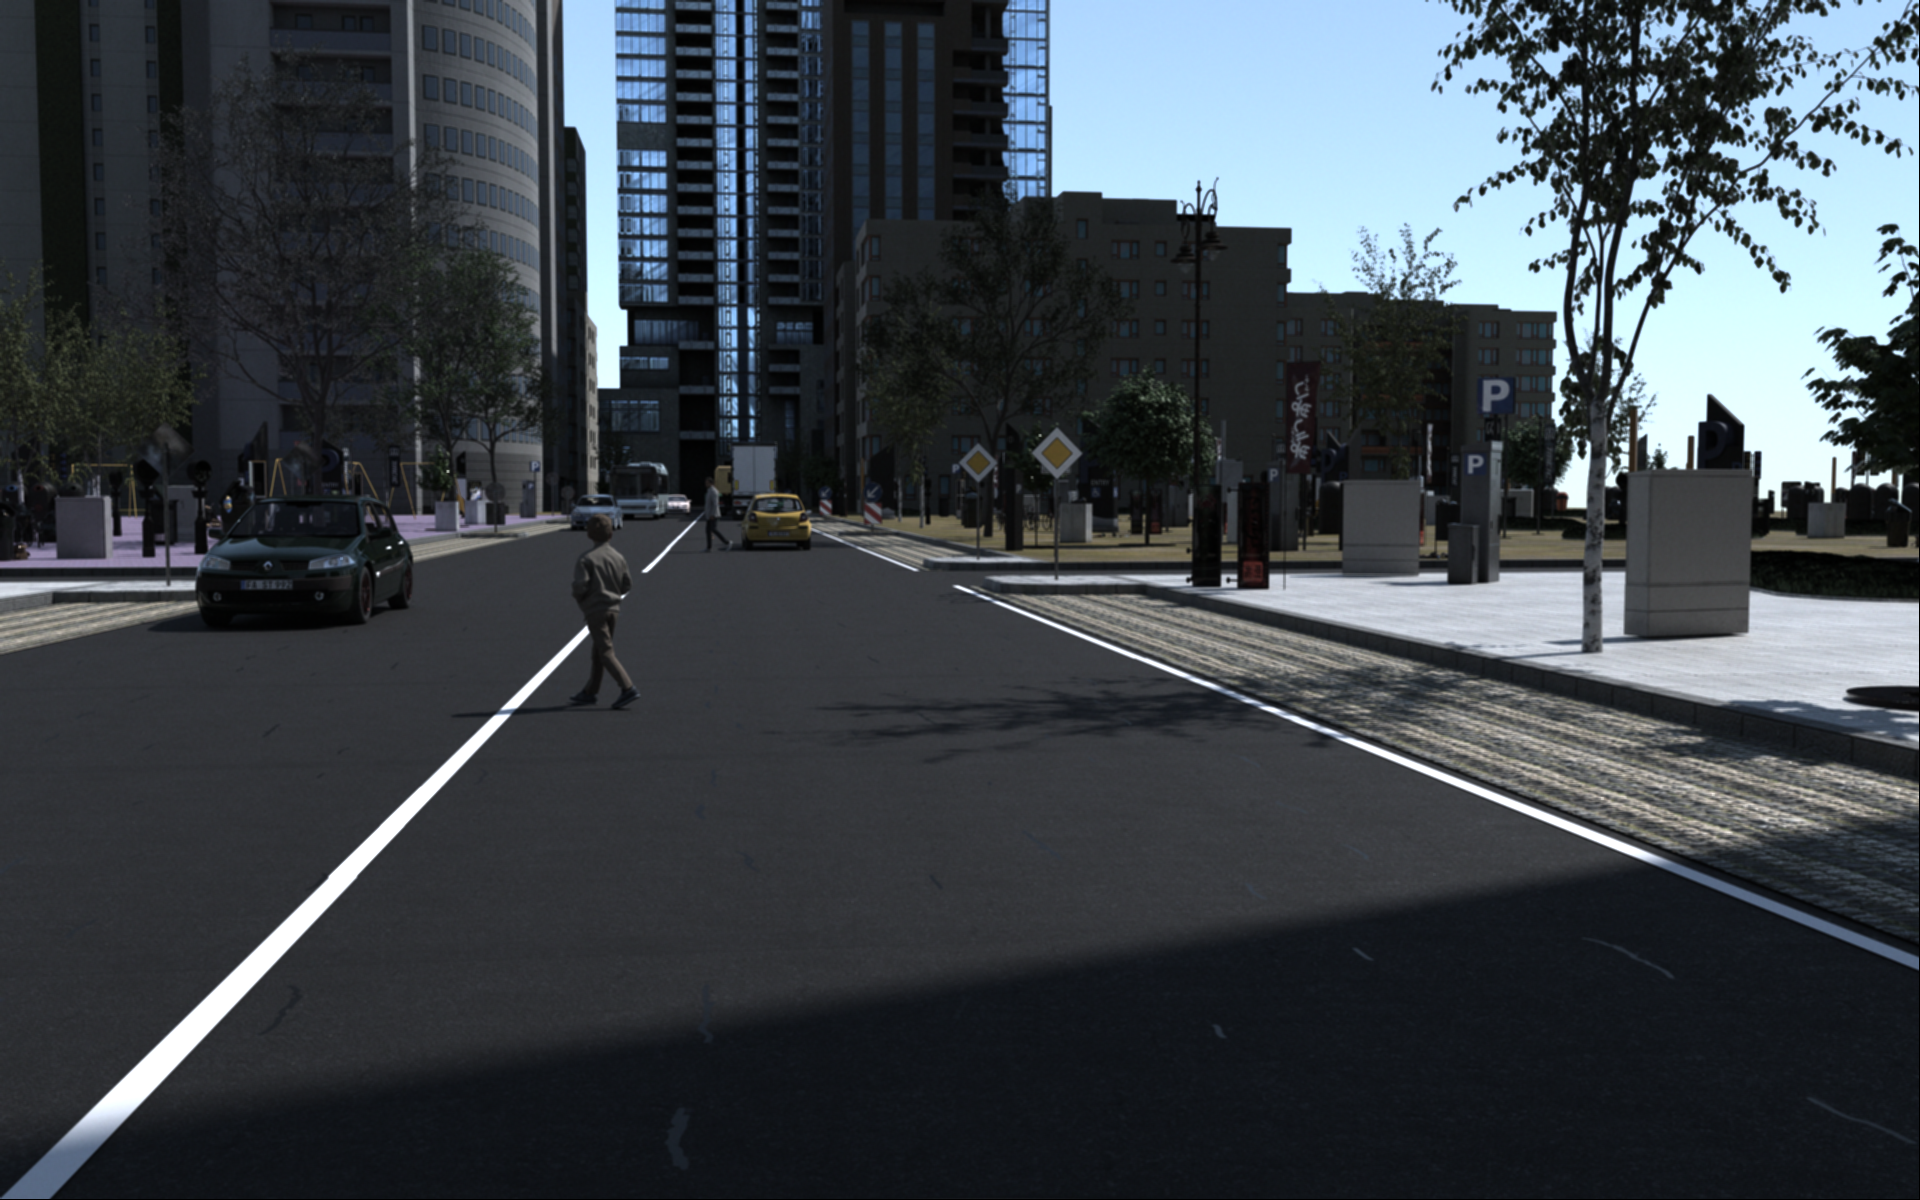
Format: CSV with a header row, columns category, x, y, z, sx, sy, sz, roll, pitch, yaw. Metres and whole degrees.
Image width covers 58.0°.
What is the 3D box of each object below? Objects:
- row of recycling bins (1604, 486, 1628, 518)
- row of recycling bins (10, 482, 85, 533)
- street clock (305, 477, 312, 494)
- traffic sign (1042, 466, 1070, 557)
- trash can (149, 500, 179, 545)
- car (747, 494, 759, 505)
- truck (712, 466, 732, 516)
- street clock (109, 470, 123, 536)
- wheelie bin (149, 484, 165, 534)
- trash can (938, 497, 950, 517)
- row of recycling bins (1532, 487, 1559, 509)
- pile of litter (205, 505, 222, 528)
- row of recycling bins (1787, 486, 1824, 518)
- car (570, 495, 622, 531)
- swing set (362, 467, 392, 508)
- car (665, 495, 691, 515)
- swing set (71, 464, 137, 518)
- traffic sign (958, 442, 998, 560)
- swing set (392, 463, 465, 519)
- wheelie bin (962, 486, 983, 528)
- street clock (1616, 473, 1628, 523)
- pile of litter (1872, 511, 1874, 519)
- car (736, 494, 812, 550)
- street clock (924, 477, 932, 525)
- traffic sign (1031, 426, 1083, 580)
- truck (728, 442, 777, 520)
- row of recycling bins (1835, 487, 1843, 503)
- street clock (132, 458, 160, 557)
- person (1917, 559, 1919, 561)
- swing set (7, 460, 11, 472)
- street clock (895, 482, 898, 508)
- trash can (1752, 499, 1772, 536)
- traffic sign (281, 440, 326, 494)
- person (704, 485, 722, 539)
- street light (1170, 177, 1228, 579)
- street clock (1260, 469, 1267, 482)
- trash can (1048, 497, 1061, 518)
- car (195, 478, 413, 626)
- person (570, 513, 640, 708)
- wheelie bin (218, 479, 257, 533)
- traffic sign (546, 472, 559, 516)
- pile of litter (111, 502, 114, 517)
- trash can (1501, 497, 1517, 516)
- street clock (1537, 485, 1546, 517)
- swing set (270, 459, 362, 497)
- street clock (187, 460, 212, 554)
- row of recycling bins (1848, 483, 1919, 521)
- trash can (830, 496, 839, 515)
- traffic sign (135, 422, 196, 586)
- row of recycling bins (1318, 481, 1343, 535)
category,x,y,z,sx,sy,sz,roll,pitch,yaw
row of recycling bins,34.449,-5.153,91.366,1.069,1.692,3.534,-1,4,-13
row of recycling bins,-31.206,-3.113,58.012,3.534,1.692,1.069,-1,4,-13
street clock,-26.306,-3.990,69.799,0.358,2.002,0.471,-1,4,-22
traffic sign,1.960,-2.040,35.479,0.606,2.300,0.079,0,4,-4
trash can,-19.977,-1.946,43.463,0.748,1.137,0.748,0,3,0
car,-8.802,-4.184,80.201,2.131,1.459,4.920,0,4,-7
truck,-15.357,-7.499,118.534,3.469,3.379,9.791,0,4,-6
street clock,-25.729,-2.952,52.830,0.358,2.002,0.471,0,4,-4
wheelie bin,-25.923,-2.941,55.987,0.693,1.594,0.980,0,4,-1
trash can,-0.894,-5.261,97.667,0.748,1.137,0.748,0,3,0
row of recycling bins,35.531,-6.015,105.454,1.069,1.692,3.534,0,4,2
pile of litter,-28.919,-3.218,66.576,1.719,0.858,1.176,-1,4,-18
row of recycling bins,41.264,-4.727,84.395,1.069,1.692,3.534,3,5,42
car,-14.567,-3.517,69.507,2.014,1.417,4.499,0,4,-7
swing set,-29.918,-5.357,85.212,2.862,2.851,3.119,0,4,-5
car,-19.791,-6.636,120.866,2.083,1.381,4.827,0,4,-8
swing set,-45.494,-5.784,92.184,3.119,2.851,2.862,-2,4,-32
traffic sign,0.351,-1.839,33.707,0.795,2.450,0.064,0,4,-8
swing set,-26.877,-5.453,86.776,3.119,2.851,2.862,1,4,12
wheelie bin,0.462,-3.505,65.216,0.693,1.594,0.980,-1,4,-19
street clock,23.318,-3.447,60.928,0.358,2.002,0.471,-3,4,-36
pile of litter,45.953,-4.500,87.548,1.176,0.858,1.719,0,4,-7
car,-4.871,-2.165,45.618,2.015,1.641,3.980,-1,4,-9
street clock,-1.348,-4.180,72.918,0.358,2.002,0.471,0,4,-7
traffic sign,1.437,-1.355,25.796,0.795,2.450,0.064,0,4,-8
truck,-11.772,-6.698,98.427,2.839,4.237,11.283,0,4,-7
row of recycling bins,56.025,-6.143,107.553,3.534,1.692,1.069,0,4,1
street clock,-16.484,-1.869,35.136,0.471,2.002,0.358,-3,5,-43
person,18.557,-1.464,33.114,0.598,1.740,0.731,-1,4,-22
swing set,-44.315,-5.035,79.946,3.119,2.851,2.862,0,4,5
street clock,-3.858,-6.098,104.276,0.471,2.002,0.358,2,4,32
trash can,24.636,-2.554,53.407,0.748,1.137,0.748,0,3,0
traffic sign,-12.130,-1.736,32.021,0.795,2.450,0.064,0,4,-8
person,-7.968,-2.858,55.475,0.600,1.795,0.529,1,4,20
street light,3.517,-3.235,25.677,0.468,5.910,1.993,0,4,-8
street clock,8.910,-2.773,49.914,0.471,2.002,0.358,-1,4,-21
trash can,5.002,-4.896,91.704,0.748,1.137,0.748,0,3,0
car,-7.552,-0.637,20.197,2.009,1.686,4.222,0,4,-8
person,-2.416,0.070,11.636,0.640,1.303,0.475,2,4,26
wheelie bin,-15.618,-1.808,37.476,0.693,1.594,0.980,-1,4,-12
traffic sign,-23.677,-6.149,100.648,0.768,2.556,0.104,0,4,-7
pile of litter,-46.984,-4.966,95.166,1.176,0.858,1.719,1,4,13
trash can,25.214,-4.154,79.570,0.748,1.137,0.748,0,3,0
street clock,24.907,-4.265,74.304,0.358,2.002,0.471,-1,4,-21
swing set,-28.728,-4.845,76.830,3.119,2.851,2.862,0,4,1
street clock,-16.221,-1.982,36.978,0.358,2.002,0.471,2,4,24
row of recycling bins,35.010,-3.506,64.434,3.534,1.692,1.069,3,4,37
trash can,-7.624,-5.774,106.052,0.748,1.137,0.748,0,3,0
traffic sign,-11.043,-1.252,24.110,0.795,2.450,0.064,0,4,-8
row of recycling bins,12.451,-3.015,56.404,1.069,1.692,3.534,2,4,24
